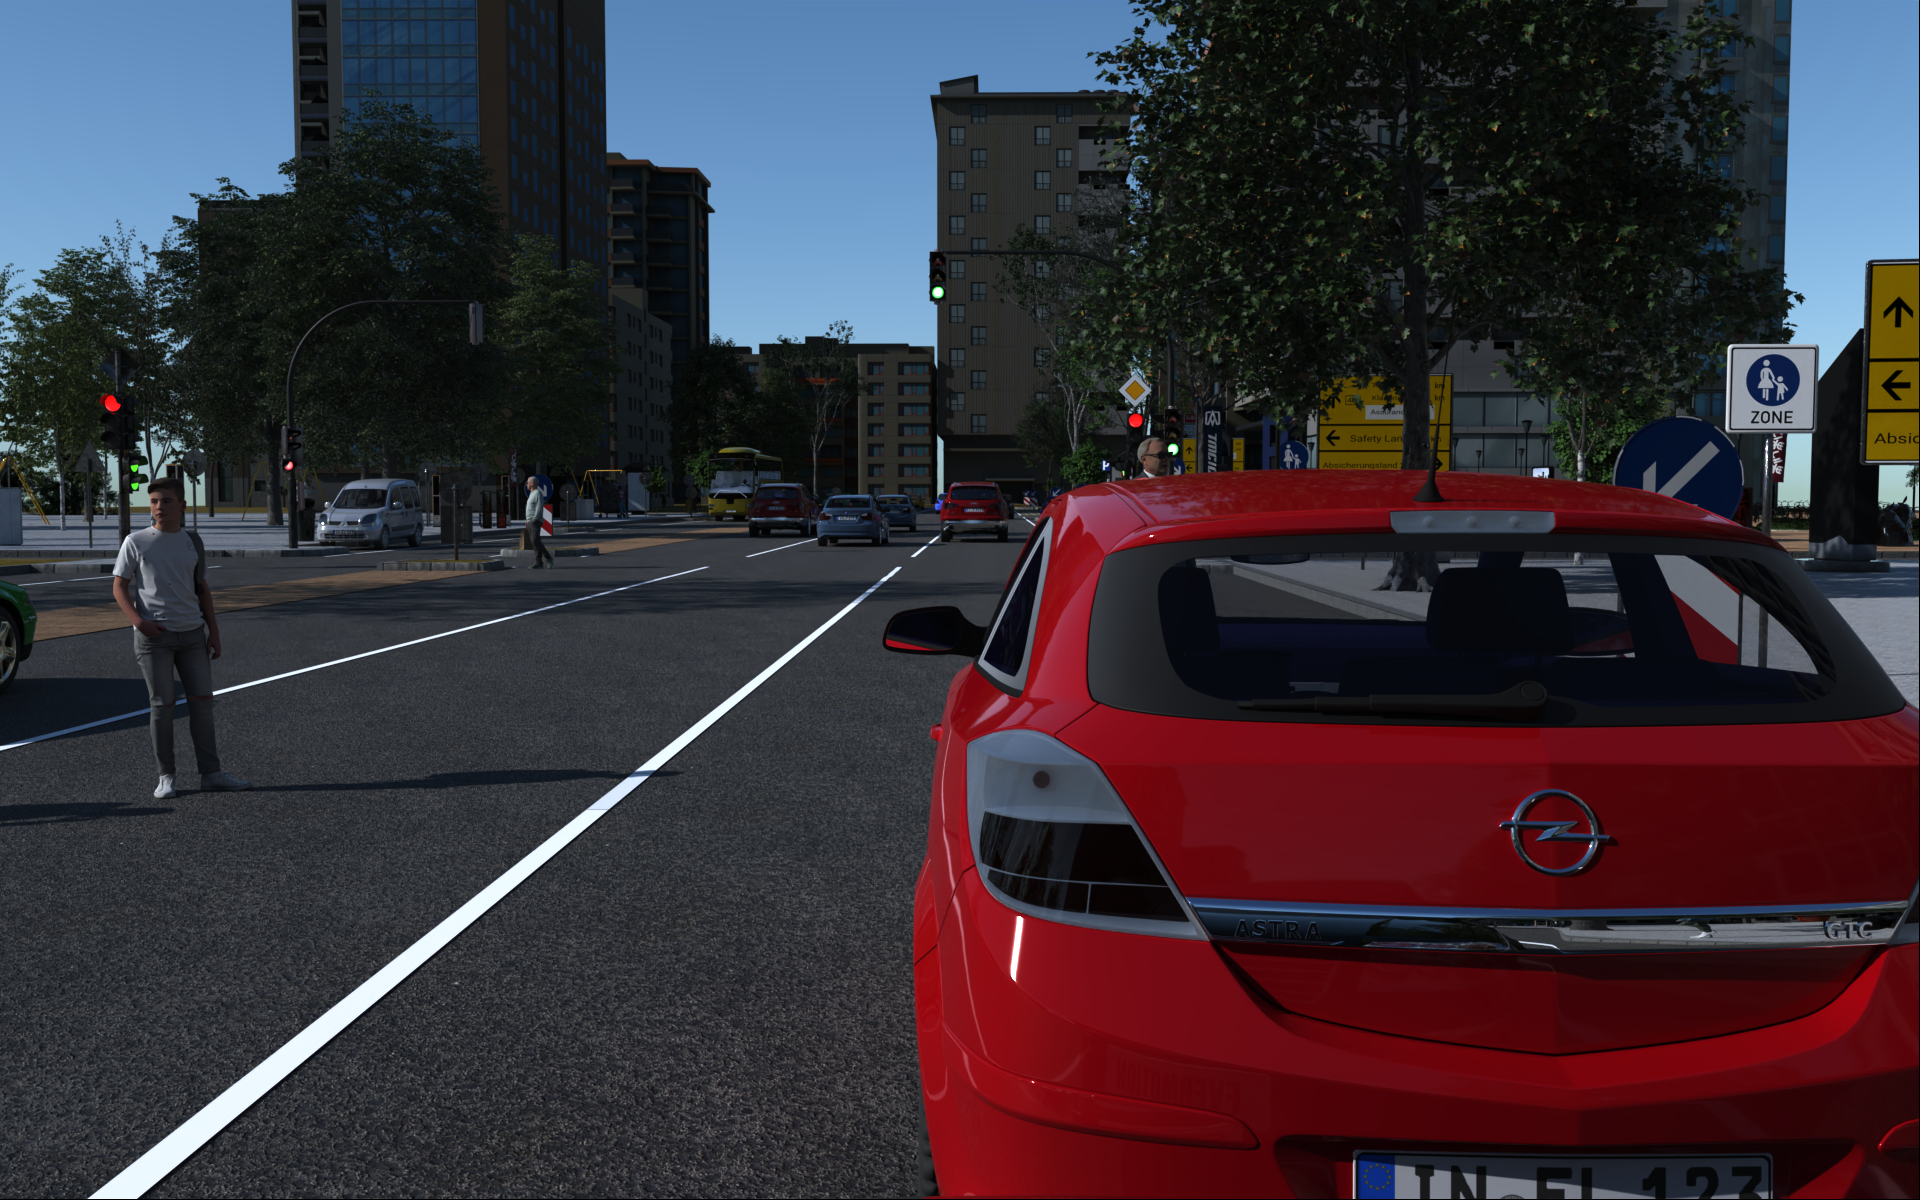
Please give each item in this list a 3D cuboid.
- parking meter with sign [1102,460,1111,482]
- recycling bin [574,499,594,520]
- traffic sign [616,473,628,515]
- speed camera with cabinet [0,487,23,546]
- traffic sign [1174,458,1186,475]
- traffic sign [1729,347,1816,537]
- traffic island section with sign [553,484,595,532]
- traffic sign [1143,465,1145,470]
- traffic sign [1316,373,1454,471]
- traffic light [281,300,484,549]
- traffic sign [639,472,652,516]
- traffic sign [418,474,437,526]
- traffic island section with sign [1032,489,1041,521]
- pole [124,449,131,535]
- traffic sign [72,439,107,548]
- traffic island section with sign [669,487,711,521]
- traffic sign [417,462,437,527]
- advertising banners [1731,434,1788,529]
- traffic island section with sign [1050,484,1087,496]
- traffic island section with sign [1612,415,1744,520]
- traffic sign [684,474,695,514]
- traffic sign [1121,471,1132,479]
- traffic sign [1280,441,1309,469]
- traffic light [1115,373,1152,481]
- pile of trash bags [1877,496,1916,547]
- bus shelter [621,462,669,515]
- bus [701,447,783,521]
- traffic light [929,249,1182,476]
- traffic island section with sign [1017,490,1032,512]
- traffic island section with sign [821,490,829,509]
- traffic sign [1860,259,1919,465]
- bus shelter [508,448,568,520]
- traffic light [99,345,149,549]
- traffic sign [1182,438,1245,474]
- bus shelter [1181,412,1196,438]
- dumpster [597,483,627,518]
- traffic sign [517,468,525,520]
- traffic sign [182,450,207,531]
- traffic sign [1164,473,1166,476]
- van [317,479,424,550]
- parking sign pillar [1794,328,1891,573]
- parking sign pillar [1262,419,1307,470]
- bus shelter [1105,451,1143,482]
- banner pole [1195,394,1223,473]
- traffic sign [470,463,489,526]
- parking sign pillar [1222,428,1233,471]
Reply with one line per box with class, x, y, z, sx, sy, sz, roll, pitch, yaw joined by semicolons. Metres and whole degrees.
parking meter with sign;8.082;-5.719;89.762;0.543;3.016;1.738;3;5;42
recycling bin;-18.635;-4.484;85.873;0.722;1.027;0.722;1;4;19
traffic sign;-20.695;-6.483;106.101;0.768;2.556;0.104;0;4;7
speed camera with cabinet;-24.380;-2.962;42.772;2.038;3.252;0.660;-3;4;-36
traffic sign;7.426;-3.661;59.962;0.768;2.556;0.104;0;4;8
traffic sign;5.548;-0.598;11.910;0.606;2.300;0.079;0;4;2
traffic island section with sign;-14.971;-3.499;65.834;1.989;1.847;2.006;0;4;1
traffic sign;6.654;-3.628;59.422;0.768;2.556;0.104;1;4;8
traffic sign;7.143;-2.161;29.200;2.265;3.308;0.079;0;4;3
traffic light;-13.613;-4.041;40.735;4.771;5.953;1.251;0;4;1
traffic sign;-18.142;-6.105;99.921;0.768;2.556;0.104;0;4;6
traffic sign;-21.201;-4.231;69.183;0.884;2.594;0.081;0;4;3
traffic island section with sign;5.047;-5.177;93.276;1.989;1.847;2.006;0;4;1
pole;-21.070;-3.047;43.662;0.158;3.312;0.155;0;3;0
traffic sign;-20.700;-2.518;41.178;0.884;2.594;0.081;1;4;9
traffic island section with sign;-14.483;-5.169;93.134;1.989;1.847;2.006;0;4;1
traffic sign;-20.958;-4.159;68.107;0.768;2.556;0.104;0;4;3
advertising banners;18.074;-2.686;40.102;2.074;3.025;0.090;1;4;21
traffic island section with sign;4.555;-3.506;65.944;1.989;1.847;2.006;0;4;1
traffic island section with sign;3.540;-0.056;9.541;1.989;1.847;2.006;0;4;1
traffic sign;-17.064;-6.674;109.222;0.768;2.556;0.104;0;4;6
traffic sign;7.533;-4.700;76.946;0.768;2.556;0.104;0;4;5
traffic sign;7.888;-2.513;41.188;0.768;2.556;0.104;0;4;6
traffic light;4.052;-3.149;40.401;0.839;4.253;0.868;0;4;1
pile of trash bags;23.207;-2.020;42.772;1.912;1.369;3.447;-3;5;-41
bus shelter;-20.041;-7.132;110.526;2.014;3.302;5.546;0;4;1
bus;-11.636;-6.298;94.513;2.896;3.916;12.252;0;4;1
traffic light;1.816;-3.526;32.313;4.771;5.953;1.251;0;4;1
traffic island section with sign;5.925;-8.173;142.252;1.989;1.847;2.006;0;4;1
traffic island section with sign;-13.122;-9.843;169.561;1.989;1.847;2.006;0;4;1
traffic sign;8.986;-1.290;14.961;2.265;3.308;0.079;1;4;10
bus shelter;-21.168;-5.894;87.646;1.731;3.624;6.357;0;4;1
traffic light;-15.849;-2.681;32.753;0.839;4.253;0.868;0;4;1
traffic sign;9.132;-4.199;62.524;2.265;3.308;0.079;0;4;3
bus shelter;10.544;-6.421;82.611;2.179;5.291;8.768;0;4;1
dumpster;-18.718;-5.346;93.166;1.264;1.857;1.865;0;4;1
traffic sign;-21.519;-5.146;84.240;0.768;2.556;0.104;0;4;6
traffic sign;-21.996;-3.037;49.756;0.768;2.556;0.104;0;4;7
traffic sign;6.655;-3.532;57.853;0.768;2.556;0.104;0;4;5
van;-15.550;-2.369;45.748;2.013;2.044;4.112;0;4;1
parking sign pillar;14.773;-2.473;28.911;1.447;3.967;1.447;0;4;-4
parking sign pillar;7.936;-3.298;42.395;1.447;3.967;1.447;-2;4;-24
bus shelter;7.946;-5.310;80.737;2.014;3.302;5.546;0;4;1
banner pole;6.140;-3.255;43.239;0.863;3.779;0.401;1;4;10
traffic sign;-19.533;-4.301;70.434;0.768;2.556;0.104;0;4;2
parking sign pillar;8.593;-4.261;58.146;1.447;3.967;1.447;-2;4;-30
